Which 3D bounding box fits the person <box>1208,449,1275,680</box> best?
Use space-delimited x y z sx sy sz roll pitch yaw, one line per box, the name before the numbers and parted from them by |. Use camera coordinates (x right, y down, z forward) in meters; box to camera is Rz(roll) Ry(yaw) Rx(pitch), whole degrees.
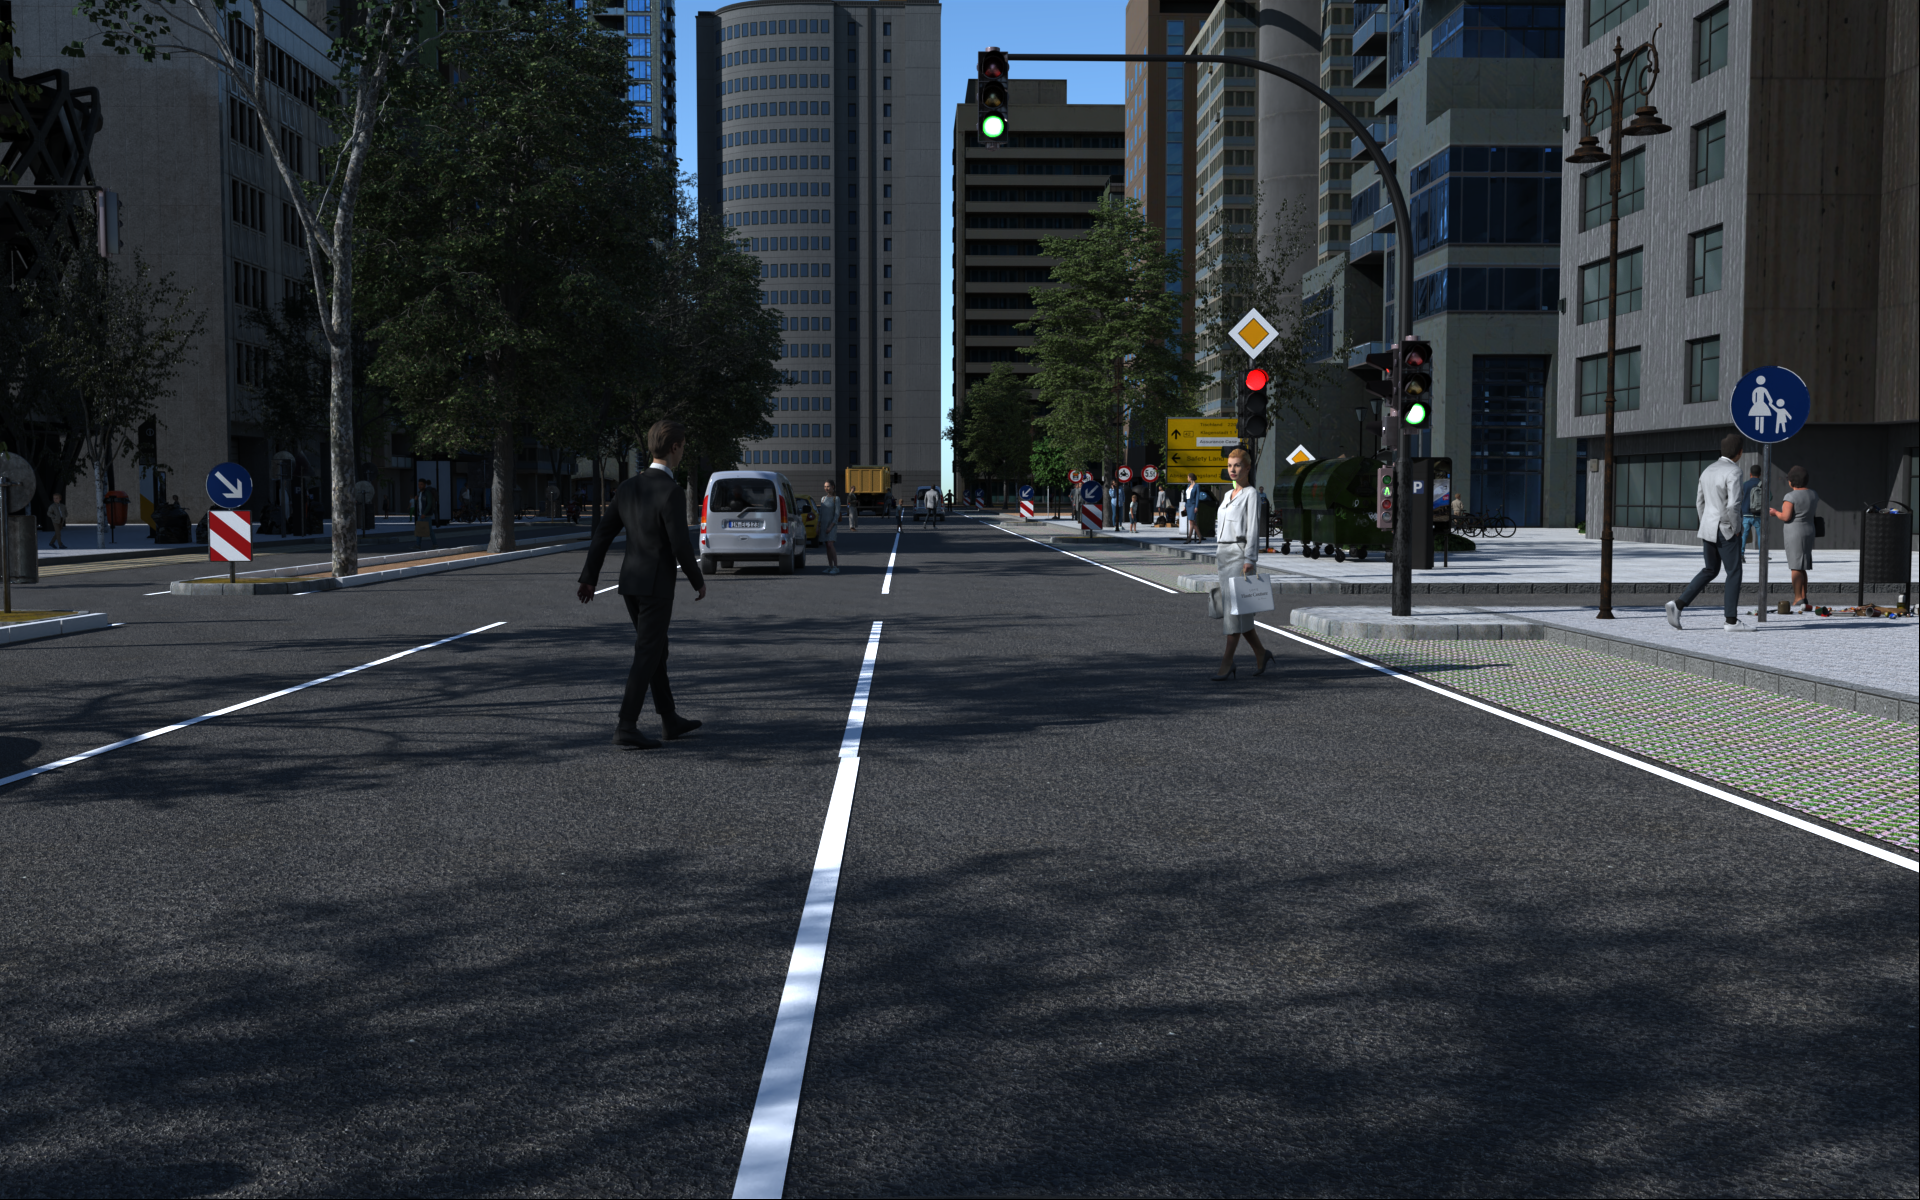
person | 2.208 -0.280 13.432 0.624 1.780 0.694 -1 4 -10

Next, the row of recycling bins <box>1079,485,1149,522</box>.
row of recycling bins | 7.005 -4.362 78.428 3.534 1.692 1.069 -2 4 -24

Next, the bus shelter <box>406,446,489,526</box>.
bus shelter | -21.408 -4.811 72.586 2.014 3.302 5.546 0 4 -2

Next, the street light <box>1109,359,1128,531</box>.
street light | 5.411 -5.296 59.373 0.468 5.910 1.993 0 4 -2

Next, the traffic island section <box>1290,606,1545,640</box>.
traffic island section | 4.674 0.243 18.310 2.009 0.180 2.903 0 4 -2

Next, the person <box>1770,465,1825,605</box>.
person | 10.337 -0.766 21.381 0.716 1.782 0.532 -1 4 -23

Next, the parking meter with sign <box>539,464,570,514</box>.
parking meter with sign | -23.509 -6.370 100.404 1.738 3.016 0.543 0 4 -6

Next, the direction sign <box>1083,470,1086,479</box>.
direction sign | 6.282 -6.128 92.185 0.876 3.537 0.379 0 4 4

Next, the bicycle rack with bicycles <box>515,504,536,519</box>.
bicycle rack with bicycles | -23.218 -4.603 88.643 2.925 0.926 2.852 -1 4 -16

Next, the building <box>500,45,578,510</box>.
building | -46.009 -27.943 148.750 23.993 40.220 32.217 0 4 -2

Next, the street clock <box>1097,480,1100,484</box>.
street clock | 7.398 -5.299 91.208 0.471 2.002 0.358 1 4 19

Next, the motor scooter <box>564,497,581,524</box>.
motor scooter | -18.245 -4.217 81.717 0.815 1.314 1.986 0 4 0

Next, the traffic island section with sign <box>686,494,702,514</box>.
traffic island section with sign | -19.804 -7.262 127.362 1.989 1.847 2.006 0 4 -2

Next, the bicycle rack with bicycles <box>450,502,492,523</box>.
bicycle rack with bicycles | -22.339 -3.879 76.805 2.925 0.926 2.852 -1 4 -15

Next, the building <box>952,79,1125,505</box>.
building | 9.843 -35.635 206.338 21.600 48.544 21.300 0 4 -2

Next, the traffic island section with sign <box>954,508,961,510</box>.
traffic island section with sign | 0.475 -8.949 154.941 1.989 1.847 2.006 0 4 -2

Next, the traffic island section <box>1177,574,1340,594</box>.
traffic island section | 4.429 -0.245 26.291 2.009 0.180 2.903 0 4 -2

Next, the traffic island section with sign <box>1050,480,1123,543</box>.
traffic island section with sign | 3.680 -2.584 50.879 1.989 1.847 2.006 0 4 -2

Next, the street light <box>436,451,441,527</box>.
street light | -20.412 -5.798 67.590 0.468 5.910 1.993 0 4 -2

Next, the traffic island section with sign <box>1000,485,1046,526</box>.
traffic island section with sign | 2.839 -4.245 78.030 1.989 1.847 2.006 0 4 -2

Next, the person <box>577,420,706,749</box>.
person | -1.714 -0.100 9.905 0.659 1.850 0.755 3 5 42

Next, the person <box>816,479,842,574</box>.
person | -2.351 -1.337 31.362 0.512 1.701 0.522 2 4 35

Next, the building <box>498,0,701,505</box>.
building | -46.560 -54.535 204.321 31.000 86.520 22.319 0 4 -2

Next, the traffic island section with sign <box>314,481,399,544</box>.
traffic island section with sign | -17.432 -2.546 50.262 1.989 1.847 2.006 0 4 -2

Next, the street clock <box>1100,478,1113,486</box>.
street clock | 6.583 -4.405 76.593 0.358 2.002 0.471 3 4 36

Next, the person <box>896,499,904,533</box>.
person | -2.198 -3.074 63.452 0.352 1.250 0.332 3 4 36

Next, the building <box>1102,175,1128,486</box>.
building | 19.906 -23.710 159.359 14.160 30.474 14.107 0 4 -2

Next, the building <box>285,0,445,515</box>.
building | -40.698 -25.871 106.578 14.154 41.232 14.086 0 4 -2

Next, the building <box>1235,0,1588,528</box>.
building | 26.793 -46.811 78.024 22.319 86.520 31.000 0 4 -2

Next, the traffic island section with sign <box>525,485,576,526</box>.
traffic island section with sign | -18.264 -4.207 77.408 1.989 1.847 2.006 0 4 -2

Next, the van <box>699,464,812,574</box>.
van | -3.807 -1.543 32.233 2.013 2.044 4.112 0 4 -1

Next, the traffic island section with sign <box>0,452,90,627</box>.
traffic island section with sign | -10.278 -0.609 18.091 2.006 1.907 1.989 0 4 -2

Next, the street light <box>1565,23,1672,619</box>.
street light | 6.648 -2.744 17.658 0.468 5.910 1.993 0 4 -2

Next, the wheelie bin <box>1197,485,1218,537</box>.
wheelie bin | 7.304 -2.666 51.489 0.693 1.594 0.980 0 4 8

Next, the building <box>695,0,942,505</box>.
building | -16.471 -40.583 205.536 28.212 58.520 21.231 0 4 -2

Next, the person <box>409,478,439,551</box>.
person | -13.484 -2.148 43.602 0.713 1.824 0.794 -2 4 -28

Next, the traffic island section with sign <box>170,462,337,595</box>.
traffic island section with sign | -10.496 -1.062 25.495 2.006 1.907 1.989 0 4 -2

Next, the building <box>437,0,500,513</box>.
building | -40.531 -28.775 120.581 14.600 45.320 14.200 0 4 -2

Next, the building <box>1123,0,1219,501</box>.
building | 21.459 -30.224 144.269 14.600 45.320 14.200 0 4 -2

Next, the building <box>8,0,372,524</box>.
building | -37.721 -16.236 83.476 12.078 24.808 19.932 0 4 -2

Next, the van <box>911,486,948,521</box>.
van | -1.633 -5.227 92.472 2.013 2.044 4.112 0 4 0

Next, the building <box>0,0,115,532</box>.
building | -39.178 -11.752 59.601 16.820 18.784 16.811 0 4 -2

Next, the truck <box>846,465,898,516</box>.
truck | -5.997 -7.283 115.001 3.469 3.379 9.791 0 4 0

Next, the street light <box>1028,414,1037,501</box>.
street light | 4.191 -7.804 100.381 0.468 5.910 1.993 0 4 -2

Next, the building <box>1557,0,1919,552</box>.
building | 24.153 -16.547 42.250 14.107 30.474 14.160 0 4 -2

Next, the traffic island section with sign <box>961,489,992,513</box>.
traffic island section with sign | 1.313 -7.301 127.998 1.989 1.847 2.006 0 4 -2

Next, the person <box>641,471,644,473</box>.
person | -5.227 -1.204 28.365 0.590 1.801 0.661 -2 4 -25

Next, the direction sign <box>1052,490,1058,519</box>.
direction sign | 5.001 -6.041 90.768 0.876 3.537 0.379 0 4 -7

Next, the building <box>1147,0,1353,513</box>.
building | 30.305 -26.529 125.626 32.217 40.220 23.993 0 4 -2

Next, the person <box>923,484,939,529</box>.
person | -1.189 -3.869 71.608 0.661 1.843 0.795 2 4 27
